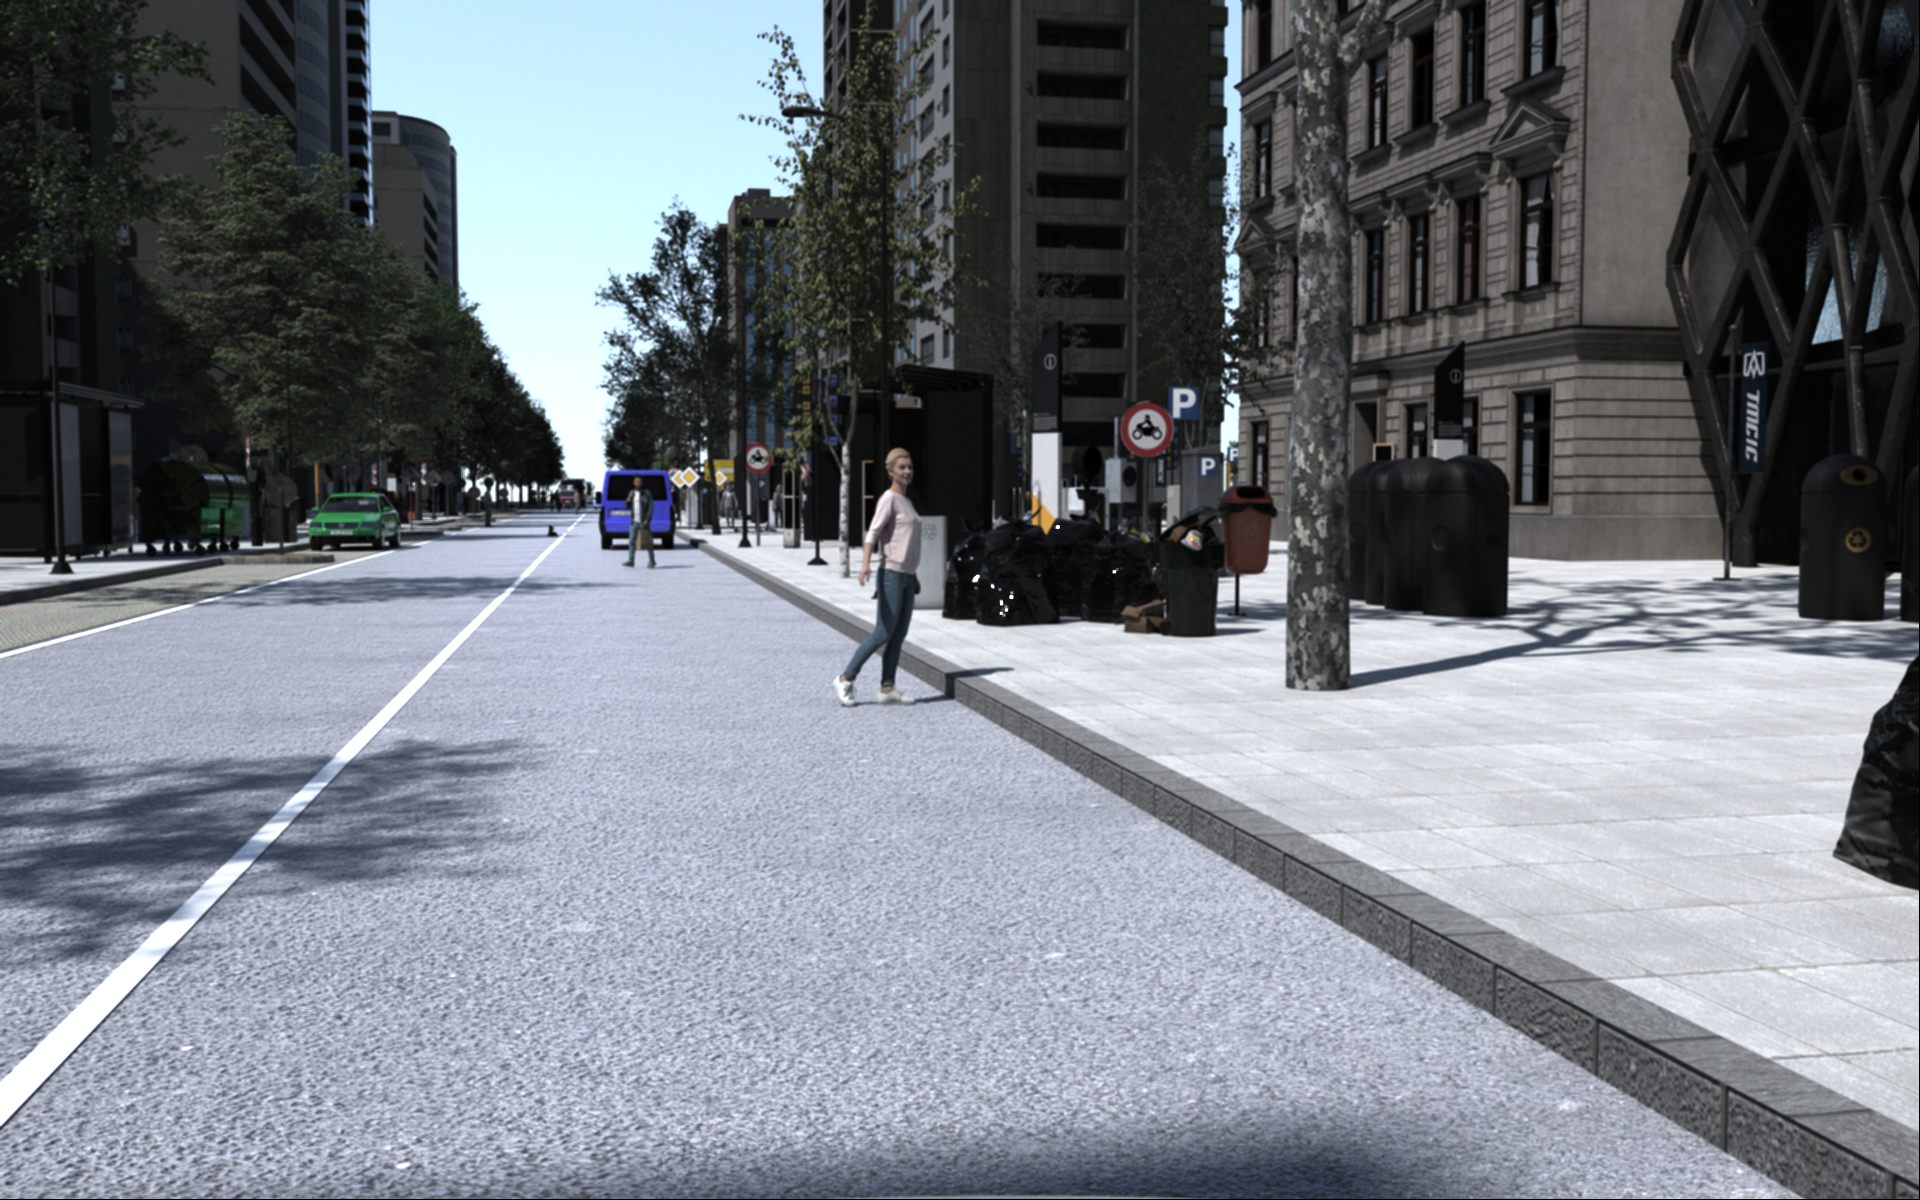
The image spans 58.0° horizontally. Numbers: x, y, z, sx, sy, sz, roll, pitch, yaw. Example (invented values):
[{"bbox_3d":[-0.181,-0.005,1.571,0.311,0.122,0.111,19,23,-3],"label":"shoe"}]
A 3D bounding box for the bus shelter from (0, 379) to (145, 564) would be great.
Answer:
[{"bbox_3d":[-17.832,-3.386,32.995,2.179,5.291,8.768,-1,4,-11],"label":"bus shelter"}]

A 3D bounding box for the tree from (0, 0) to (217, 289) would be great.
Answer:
[{"bbox_3d":[-13.221,-5.831,21.086,9.928,11.665,9.643,0,3,0],"label":"tree"}]

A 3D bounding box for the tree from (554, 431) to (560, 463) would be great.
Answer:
[{"bbox_3d":[-50.697,-17.121,198.060,7.486,12.596,7.792,0,3,0],"label":"tree"}]

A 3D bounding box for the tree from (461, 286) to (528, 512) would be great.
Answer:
[{"bbox_3d":[-25.647,-9.563,82.107,9.928,11.665,9.643,0,3,0],"label":"tree"}]

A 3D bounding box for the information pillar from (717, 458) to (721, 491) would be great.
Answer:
[{"bbox_3d":[-15.805,-7.352,111.552,0.504,3.616,0.183,1,4,11],"label":"information pillar"}]

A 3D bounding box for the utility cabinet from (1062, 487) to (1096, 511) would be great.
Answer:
[{"bbox_3d":[3.937,-2.988,57.533,1.173,1.500,0.318,-2,4,-25],"label":"utility cabinet"}]

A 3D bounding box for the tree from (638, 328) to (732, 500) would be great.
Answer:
[{"bbox_3d":[-11.717,-7.561,73.989,4.360,8.622,3.978,0,3,0],"label":"tree"}]

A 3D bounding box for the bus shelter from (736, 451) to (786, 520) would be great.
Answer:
[{"bbox_3d":[-9.355,-5.372,81.762,2.014,3.302,5.546,-1,4,-12],"label":"bus shelter"}]

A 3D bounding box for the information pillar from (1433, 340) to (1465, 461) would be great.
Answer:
[{"bbox_3d":[7.425,-2.138,26.313,0.504,3.616,0.183,-1,4,-19],"label":"information pillar"}]

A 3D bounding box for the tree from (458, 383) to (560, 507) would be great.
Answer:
[{"bbox_3d":[-45.795,-16.118,173.903,12.009,13.543,11.850,0,3,0],"label":"tree"}]

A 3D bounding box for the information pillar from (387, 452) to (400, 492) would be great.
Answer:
[{"bbox_3d":[-29.485,-6.026,89.874,0.504,3.616,0.183,1,4,8],"label":"information pillar"}]

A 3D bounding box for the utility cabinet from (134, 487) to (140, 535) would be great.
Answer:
[{"bbox_3d":[-25.338,-2.703,52.875,0.318,1.500,1.173,-1,4,-12],"label":"utility cabinet"}]

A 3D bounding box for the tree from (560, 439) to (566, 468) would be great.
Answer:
[{"bbox_3d":[-61.551,-20.578,254.573,7.486,12.596,7.792,0,3,0],"label":"tree"}]

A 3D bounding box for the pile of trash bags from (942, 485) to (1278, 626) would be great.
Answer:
[{"bbox_3d":[1.576,-0.494,17.824,3.447,1.369,1.912,-1,4,-9],"label":"pile of trash bags"}]

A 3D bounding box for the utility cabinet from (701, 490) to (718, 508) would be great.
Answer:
[{"bbox_3d":[-14.852,-5.760,102.857,1.173,1.500,0.318,0,4,-3],"label":"utility cabinet"}]

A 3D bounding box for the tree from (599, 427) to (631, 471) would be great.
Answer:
[{"bbox_3d":[-46.602,-19.474,244.147,9.928,11.665,9.643,0,3,0],"label":"tree"}]

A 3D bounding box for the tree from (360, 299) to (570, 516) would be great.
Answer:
[{"bbox_3d":[-29.702,-11.214,100.349,9.611,12.733,9.660,0,3,0],"label":"tree"}]

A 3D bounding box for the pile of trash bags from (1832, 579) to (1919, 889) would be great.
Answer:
[{"bbox_3d":[4.827,0.258,5.528,3.447,1.369,1.912,-1,4,-8],"label":"pile of trash bags"}]

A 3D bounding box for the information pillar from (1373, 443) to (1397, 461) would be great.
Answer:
[{"bbox_3d":[6.196,-1.272,25.297,0.304,2.012,0.304,1,4,23],"label":"information pillar"}]

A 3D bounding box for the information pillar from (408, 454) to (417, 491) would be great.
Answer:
[{"bbox_3d":[-28.153,-5.983,89.169,0.504,3.616,0.183,-1,4,-21],"label":"information pillar"}]

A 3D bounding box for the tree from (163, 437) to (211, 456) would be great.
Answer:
[{"bbox_3d":[-44.527,-7.142,100.477,4.285,4.588,4.351,0,3,0],"label":"tree"}]

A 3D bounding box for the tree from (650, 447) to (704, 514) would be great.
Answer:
[{"bbox_3d":[-18.212,-7.812,111.440,4.285,4.588,4.351,0,3,0],"label":"tree"}]

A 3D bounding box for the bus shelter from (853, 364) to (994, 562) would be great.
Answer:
[{"bbox_3d":[-0.766,-2.640,34.447,1.731,3.624,6.357,-1,4,-12],"label":"bus shelter"}]

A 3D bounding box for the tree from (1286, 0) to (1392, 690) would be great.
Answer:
[{"bbox_3d":[1.450,-9.409,9.719,12.611,20.169,13.585,0,3,0],"label":"tree"}]

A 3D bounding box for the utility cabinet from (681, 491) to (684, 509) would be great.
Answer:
[{"bbox_3d":[-22.354,-7.873,137.403,1.173,1.500,0.318,3,5,43],"label":"utility cabinet"}]

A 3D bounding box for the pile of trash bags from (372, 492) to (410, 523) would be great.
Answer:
[{"bbox_3d":[-25.728,-4.103,76.833,1.912,1.369,3.447,-2,4,-32],"label":"pile of trash bags"}]

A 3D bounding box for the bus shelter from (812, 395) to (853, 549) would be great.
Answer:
[{"bbox_3d":[-2.870,-3.194,43.501,1.731,3.624,6.357,-1,4,-12],"label":"bus shelter"}]

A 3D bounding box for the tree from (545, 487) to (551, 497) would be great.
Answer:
[{"bbox_3d":[-65.577,-19.859,275.048,4.737,8.622,4.395,0,3,0],"label":"tree"}]

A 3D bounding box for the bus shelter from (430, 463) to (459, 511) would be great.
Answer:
[{"bbox_3d":[-39.035,-8.576,131.499,1.731,3.624,6.357,-1,4,-12],"label":"bus shelter"}]

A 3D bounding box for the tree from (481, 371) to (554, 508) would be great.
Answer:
[{"bbox_3d":[-40.902,-14.462,154.575,7.486,12.596,7.792,0,3,0],"label":"tree"}]

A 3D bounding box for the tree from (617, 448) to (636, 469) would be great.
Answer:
[{"bbox_3d":[-35.395,-14.826,192.765,4.737,8.622,4.395,0,3,0],"label":"tree"}]

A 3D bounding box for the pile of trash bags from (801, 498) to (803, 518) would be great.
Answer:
[{"bbox_3d":[-7.245,-5.122,93.496,1.912,1.369,3.447,-2,4,-25],"label":"pile of trash bags"}]

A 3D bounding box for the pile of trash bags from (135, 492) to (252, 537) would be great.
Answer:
[{"bbox_3d":[-22.901,-2.580,51.939,3.447,1.369,1.912,0,4,-8],"label":"pile of trash bags"}]

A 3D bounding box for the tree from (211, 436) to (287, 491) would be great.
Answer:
[{"bbox_3d":[-38.481,-6.816,95.152,4.285,4.588,4.351,0,3,0],"label":"tree"}]

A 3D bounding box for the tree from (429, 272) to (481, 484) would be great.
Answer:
[{"bbox_3d":[-24.607,-9.465,72.882,7.486,12.596,7.792,0,3,0],"label":"tree"}]

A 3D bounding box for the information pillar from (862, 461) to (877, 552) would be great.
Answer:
[{"bbox_3d":[-2.011,-2.077,38.454,0.304,2.012,0.304,0,4,-7],"label":"information pillar"}]

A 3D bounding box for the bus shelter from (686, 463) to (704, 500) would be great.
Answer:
[{"bbox_3d":[-17.666,-7.544,117.275,2.014,3.302,5.546,-1,4,-12],"label":"bus shelter"}]

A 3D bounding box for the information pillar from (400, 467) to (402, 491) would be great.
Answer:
[{"bbox_3d":[-42.969,-8.646,132.720,0.504,3.616,0.183,1,4,15],"label":"information pillar"}]

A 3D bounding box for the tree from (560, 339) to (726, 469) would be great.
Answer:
[{"bbox_3d":[-22.019,-13.446,130.209,12.009,13.543,11.850,0,3,0],"label":"tree"}]

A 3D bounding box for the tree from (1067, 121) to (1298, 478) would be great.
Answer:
[{"bbox_3d":[5.057,-5.196,35.325,4.360,8.622,3.978,0,3,0],"label":"tree"}]

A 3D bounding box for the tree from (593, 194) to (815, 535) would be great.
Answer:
[{"bbox_3d":[-8.050,-7.347,54.535,7.601,10.594,8.767,0,4,-2],"label":"tree"}]

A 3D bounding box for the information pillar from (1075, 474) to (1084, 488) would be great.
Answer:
[{"bbox_3d":[3.773,-3.002,53.577,0.304,2.012,0.304,-3,5,-44],"label":"information pillar"}]

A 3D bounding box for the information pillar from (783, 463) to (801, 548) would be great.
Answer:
[{"bbox_3d":[-3.999,-2.243,41.161,0.304,2.012,0.304,2,4,24],"label":"information pillar"}]

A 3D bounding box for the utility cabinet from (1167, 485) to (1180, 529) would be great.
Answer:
[{"bbox_3d":[5.894,-2.179,44.313,1.173,1.500,0.318,2,4,25],"label":"utility cabinet"}]

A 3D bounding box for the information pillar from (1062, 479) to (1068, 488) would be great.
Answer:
[{"bbox_3d":[5.218,-5.053,87.107,0.304,2.012,0.304,-1,4,-19],"label":"information pillar"}]

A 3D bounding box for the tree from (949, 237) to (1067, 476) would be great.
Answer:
[{"bbox_3d":[1.918,-6.025,48.873,4.360,8.622,3.978,0,3,0],"label":"tree"}]

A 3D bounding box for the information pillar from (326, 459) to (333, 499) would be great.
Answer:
[{"bbox_3d":[-40.550,-7.347,111.478,0.183,3.616,0.504,2,4,28],"label":"information pillar"}]

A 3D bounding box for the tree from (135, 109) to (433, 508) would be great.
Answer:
[{"bbox_3d":[-20.821,-8.205,52.286,7.486,12.596,7.792,0,3,0],"label":"tree"}]

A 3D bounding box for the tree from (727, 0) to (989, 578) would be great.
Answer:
[{"bbox_3d":[-1.689,-4.657,26.506,4.737,8.622,4.395,0,3,0],"label":"tree"}]

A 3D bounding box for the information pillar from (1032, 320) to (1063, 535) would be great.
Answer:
[{"bbox_3d":[1.193,-1.967,23.522,0.504,3.616,0.183,3,5,44],"label":"information pillar"}]
